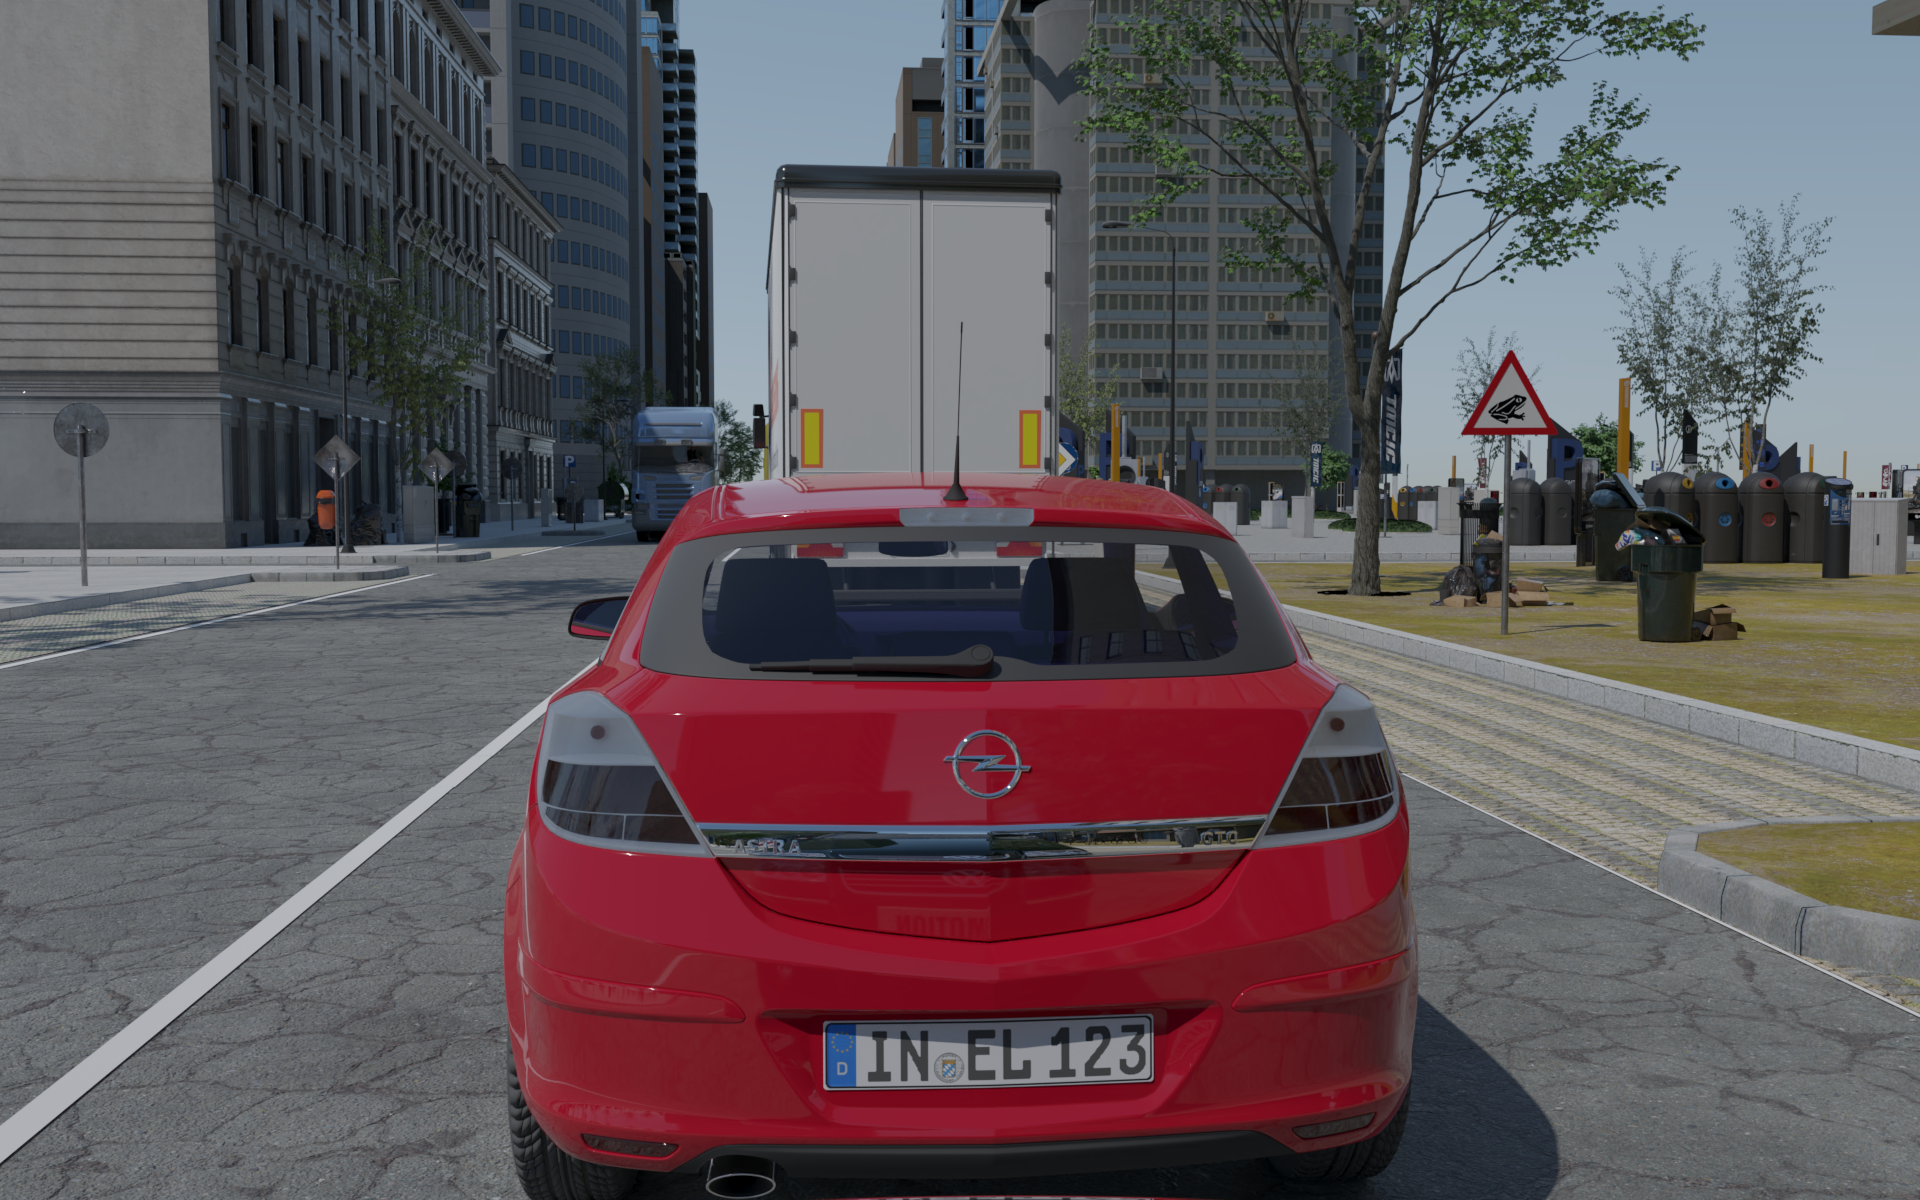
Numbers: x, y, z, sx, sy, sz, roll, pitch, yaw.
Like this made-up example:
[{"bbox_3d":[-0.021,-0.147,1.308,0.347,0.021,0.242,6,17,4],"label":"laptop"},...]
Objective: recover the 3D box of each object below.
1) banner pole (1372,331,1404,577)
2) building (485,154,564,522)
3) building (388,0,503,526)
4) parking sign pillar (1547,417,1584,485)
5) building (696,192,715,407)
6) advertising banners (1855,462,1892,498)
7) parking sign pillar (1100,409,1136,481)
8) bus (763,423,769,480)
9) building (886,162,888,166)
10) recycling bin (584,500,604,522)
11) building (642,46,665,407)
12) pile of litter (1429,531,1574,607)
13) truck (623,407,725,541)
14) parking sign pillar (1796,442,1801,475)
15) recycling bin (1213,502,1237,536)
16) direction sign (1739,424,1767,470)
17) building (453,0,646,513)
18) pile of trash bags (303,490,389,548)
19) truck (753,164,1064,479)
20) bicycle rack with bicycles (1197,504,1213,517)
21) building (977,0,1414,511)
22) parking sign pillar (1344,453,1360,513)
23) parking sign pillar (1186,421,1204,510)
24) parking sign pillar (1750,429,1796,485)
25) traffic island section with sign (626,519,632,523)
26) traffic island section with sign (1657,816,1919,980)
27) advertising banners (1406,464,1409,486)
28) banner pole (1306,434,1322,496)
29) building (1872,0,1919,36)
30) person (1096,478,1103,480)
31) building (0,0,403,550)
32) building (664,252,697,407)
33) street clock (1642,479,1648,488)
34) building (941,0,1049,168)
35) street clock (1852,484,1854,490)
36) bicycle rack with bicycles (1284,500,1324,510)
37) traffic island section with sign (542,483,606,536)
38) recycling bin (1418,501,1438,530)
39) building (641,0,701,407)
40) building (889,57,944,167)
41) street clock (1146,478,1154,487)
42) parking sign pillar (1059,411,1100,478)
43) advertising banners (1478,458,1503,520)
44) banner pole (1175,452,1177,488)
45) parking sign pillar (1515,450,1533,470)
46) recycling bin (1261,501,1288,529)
[{"bbox_3d":[6.496,-2.234,26.535,0.401,3.779,0.863,-2,4,-25],"label":"banner pole"},{"bbox_3d":[-26.778,-13.675,88.210,10.561,19.102,19.286,0,4,-5],"label":"building"},{"bbox_3d":[-24.951,-14.573,67.144,11.050,23.489,19.941,0,4,-5],"label":"building"},{"bbox_3d":[21.337,-4.432,60.933,1.447,3.967,1.447,-1,4,-14],"label":"parking sign pillar"},{"bbox_3d":[-42.767,-36.660,249.507,14.600,45.320,14.200,0,4,-5],"label":"building"},{"bbox_3d":[54.955,-6.611,104.275,0.090,3.025,2.074,-2,4,-34],"label":"advertising banners"},{"bbox_3d":[4.965,-4.047,54.644,1.447,3.967,1.447,-3,4,-36],"label":"parking sign pillar"},{"bbox_3d":[-5.023,-3.961,56.315,2.896,3.916,12.252,0,4,-6],"label":"bus"},{"bbox_3d":[0.334,-37.546,233.482,23.786,49.044,30.456,0,4,-5],"label":"building"},{"bbox_3d":[-16.948,-4.135,80.161,0.722,1.027,0.722,0,4,7],"label":"recycling bin"},{"bbox_3d":[-36.690,-31.826,170.458,14.600,45.320,14.200,0,4,-5],"label":"building"},{"bbox_3d":[6.279,-0.371,20.024,1.719,0.858,1.176,0,4,7],"label":"pile of litter"},{"bbox_3d":[-9.222,-4.261,59.429,2.967,4.110,18.799,0,4,-5],"label":"truck"},{"bbox_3d":[43.141,-6.224,90.233,1.447,3.967,1.447,-1,4,-18],"label":"parking sign pillar"},{"bbox_3d":[8.197,-2.508,53.560,0.722,1.027,0.722,0,4,7],"label":"recycling bin"},{"bbox_3d":[25.686,-3.926,56.183,0.379,3.537,0.876,-3,4,-36],"label":"direction sign"},{"bbox_3d":[-34.728,-35.620,124.379,21.231,58.520,28.212,0,4,-5],"label":"building"},{"bbox_3d":[-15.303,-2.021,42.801,1.912,1.369,3.447,0,4,-8],"label":"pile of trash bags"},{"bbox_3d":[-1.008,-1.928,20.440,2.839,4.237,11.283,0,4,-7],"label":"truck"},{"bbox_3d":[7.617,-2.898,60.768,2.852,0.926,2.925,-1,4,-17],"label":"bicycle rack with bicycles"},{"bbox_3d":[14.694,-26.845,130.795,32.217,40.220,23.993,0,4,-5],"label":"building"},{"bbox_3d":[26.137,-7.748,115.160,1.447,3.967,1.447,3,4,36],"label":"parking sign pillar"},{"bbox_3d":[8.722,-4.642,64.367,1.447,3.967,1.447,1,4,19],"label":"parking sign pillar"},{"bbox_3d":[31.375,-4.842,67.632,1.447,3.967,1.447,-1,4,-14],"label":"parking sign pillar"},{"bbox_3d":[-15.735,-4.803,87.161,1.989,1.847,2.006,0,4,-5],"label":"traffic island section with sign"},{"bbox_3d":[3.532,0.171,5.832,1.989,1.847,2.006,0,4,-5],"label":"traffic island section with sign"},{"bbox_3d":[25.733,-6.363,100.219,0.090,3.025,2.074,2,4,26],"label":"advertising banners"},{"bbox_3d":[14.694,-5.031,72.268,0.863,3.779,0.401,2,4,24],"label":"banner pole"},{"bbox_3d":[25.038,-25.612,8.003,28.713,52.752,27.495,0,4,-5],"label":"building"},{"bbox_3d":[2.818,-1.567,34.663,0.362,1.759,0.519,0,4,-4],"label":"person"},{"bbox_3d":[-22.548,-12.170,48.123,9.793,20.994,18.267,0,4,-5],"label":"building"},{"bbox_3d":[-38.583,-26.456,204.251,14.160,30.474,14.107,0,4,-5],"label":"building"},{"bbox_3d":[33.360,-4.877,84.316,0.358,2.002,0.471,2,4,32],"label":"street clock"},{"bbox_3d":[7.050,-51.596,156.260,22.319,86.520,31.000,0,4,-5],"label":"building"},{"bbox_3d":[59.551,-6.812,115.949,0.358,2.002,0.471,-1,4,-11],"label":"street clock"},{"bbox_3d":[20.366,-5.610,105.111,2.852,0.926,2.925,-1,4,-18],"label":"bicycle rack with bicycles"},{"bbox_3d":[-13.323,-3.134,59.868,1.989,1.847,2.006,0,4,-5],"label":"traffic island section with sign"},{"bbox_3d":[16.834,-3.014,61.838,0.722,1.027,0.722,-3,5,-44],"label":"recycling bin"},{"bbox_3d":[-44.120,-55.830,225.484,22.319,86.520,31.000,0,4,-5],"label":"building"},{"bbox_3d":[0.612,-32.388,179.647,14.600,45.320,14.200,0,4,-5],"label":"building"},{"bbox_3d":[8.672,-4.528,78.599,0.471,2.002,0.358,-2,4,-31],"label":"street clock"},{"bbox_3d":[2.974,-3.782,50.307,1.447,3.967,1.447,3,4,37],"label":"parking sign pillar"},{"bbox_3d":[25.570,-5.292,82.707,0.090,3.025,2.074,-3,4,-37],"label":"advertising banners"},{"bbox_3d":[11.319,-6.198,91.349,0.401,3.779,0.863,-1,4,-10],"label":"banner pole"},{"bbox_3d":[34.324,-7.158,105.511,1.447,3.967,1.447,-1,4,-13],"label":"parking sign pillar"},{"bbox_3d":[11.697,-3.173,64.435,0.722,1.027,0.722,-1,4,-22],"label":"recycling bin"}]
